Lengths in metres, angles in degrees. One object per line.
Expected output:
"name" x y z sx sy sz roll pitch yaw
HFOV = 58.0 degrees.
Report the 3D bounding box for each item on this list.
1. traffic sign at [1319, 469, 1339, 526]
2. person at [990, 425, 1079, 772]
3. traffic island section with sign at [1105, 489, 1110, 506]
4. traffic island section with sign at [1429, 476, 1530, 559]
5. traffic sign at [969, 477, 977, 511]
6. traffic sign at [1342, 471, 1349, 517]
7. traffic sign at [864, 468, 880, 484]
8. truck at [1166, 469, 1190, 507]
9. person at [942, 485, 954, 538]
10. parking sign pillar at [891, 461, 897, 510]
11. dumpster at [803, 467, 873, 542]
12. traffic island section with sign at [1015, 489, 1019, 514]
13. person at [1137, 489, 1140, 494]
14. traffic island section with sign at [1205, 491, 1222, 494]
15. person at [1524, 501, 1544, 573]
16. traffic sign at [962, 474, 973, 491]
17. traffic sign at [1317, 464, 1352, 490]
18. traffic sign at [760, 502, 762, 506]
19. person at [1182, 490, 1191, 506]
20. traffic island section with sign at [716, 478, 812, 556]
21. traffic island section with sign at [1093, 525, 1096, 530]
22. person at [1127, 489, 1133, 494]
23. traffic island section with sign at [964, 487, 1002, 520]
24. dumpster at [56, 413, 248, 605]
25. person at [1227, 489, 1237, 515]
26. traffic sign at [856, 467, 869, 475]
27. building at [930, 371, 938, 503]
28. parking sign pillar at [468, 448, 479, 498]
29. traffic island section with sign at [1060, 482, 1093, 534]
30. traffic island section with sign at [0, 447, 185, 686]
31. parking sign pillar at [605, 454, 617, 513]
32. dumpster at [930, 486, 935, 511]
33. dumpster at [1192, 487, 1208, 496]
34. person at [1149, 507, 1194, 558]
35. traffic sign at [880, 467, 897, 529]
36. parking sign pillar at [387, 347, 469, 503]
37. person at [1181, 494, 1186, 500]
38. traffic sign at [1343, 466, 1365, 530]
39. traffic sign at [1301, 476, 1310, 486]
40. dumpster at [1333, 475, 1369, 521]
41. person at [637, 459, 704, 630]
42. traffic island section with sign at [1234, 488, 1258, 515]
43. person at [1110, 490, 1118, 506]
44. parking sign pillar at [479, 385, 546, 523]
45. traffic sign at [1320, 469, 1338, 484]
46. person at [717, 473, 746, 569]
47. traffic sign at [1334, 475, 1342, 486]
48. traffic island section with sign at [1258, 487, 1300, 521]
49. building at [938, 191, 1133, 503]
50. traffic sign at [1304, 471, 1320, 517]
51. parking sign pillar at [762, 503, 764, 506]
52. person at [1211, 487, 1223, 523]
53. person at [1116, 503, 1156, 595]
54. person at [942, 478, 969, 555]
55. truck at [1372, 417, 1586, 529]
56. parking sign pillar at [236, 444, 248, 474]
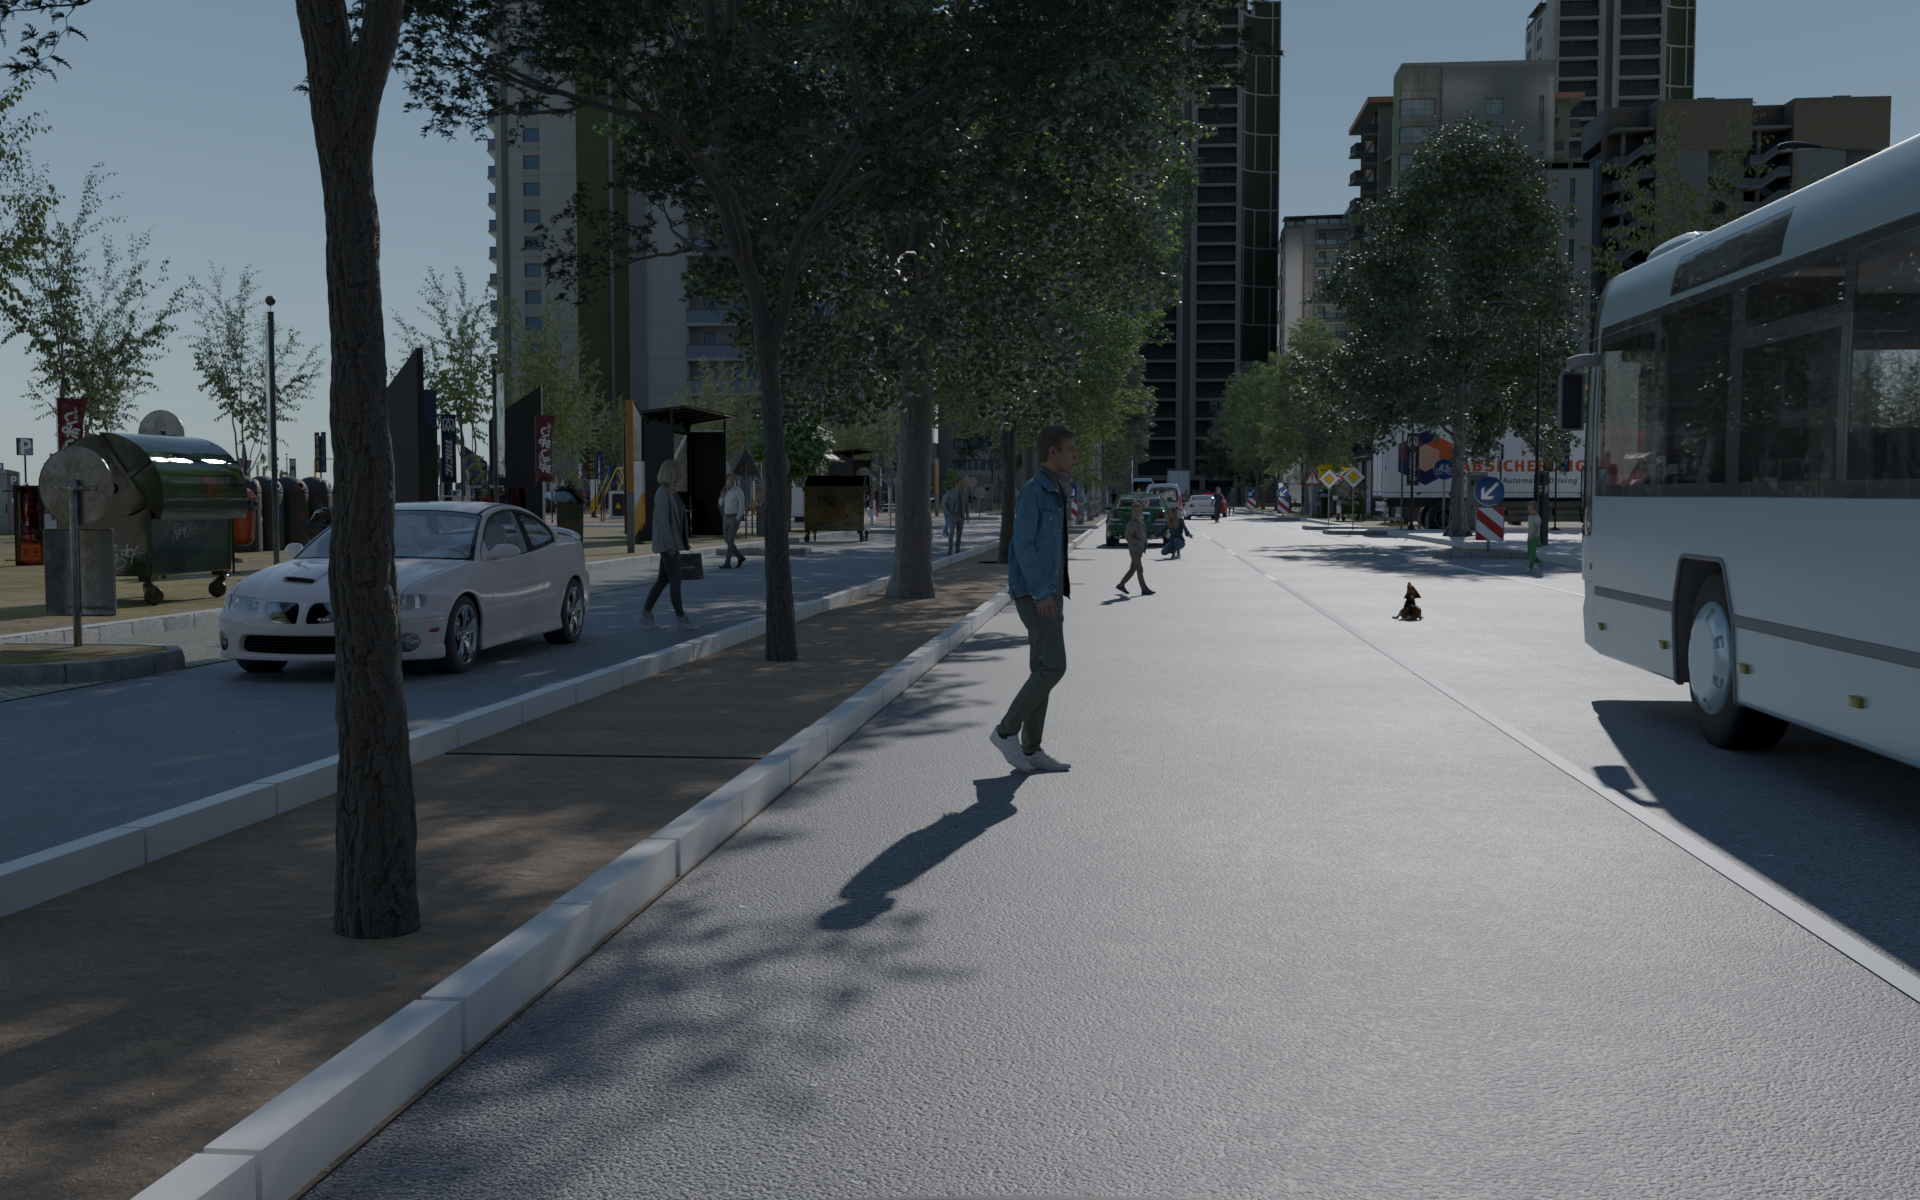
"traffic sign" 14.839 -4.039 69.675 0.795 2.450 0.064 0 4 6
"person" 0.388 -0.004 8.914 0.444 1.785 0.601 1 4 22
"traffic island section with sign" 12.255 -8.384 145.219 2.006 1.907 1.989 0 4 6
"traffic island section with sign" 11.702 -1.866 39.145 1.989 1.847 2.006 0 4 6
"traffic sign" 0.914 -7.907 129.386 0.768 2.556 0.104 0 4 7
"traffic sign" 21.642 -5.895 96.483 0.768 2.556 0.104 1 4 16
"traffic sign" -3.887 -4.544 75.487 0.795 2.450 0.064 1 4 12
"truck" 24.868 -12.747 197.328 2.839 4.237 11.283 0 4 7
"person" -0.410 -2.912 56.952 0.643 1.720 0.563 -2 4 -33
"parking sign pillar" -5.206 -9.435 142.741 1.447 3.967 1.447 1 4 10
"dumpster" -3.666 -2.872 51.912 1.985 2.255 1.502 0 4 7
"traffic island section with sign" 3.914 -6.978 122.721 1.989 1.847 2.006 0 4 6
"person" 10.436 -5.545 99.838 0.731 1.740 0.598 0 4 -6
"traffic island section with sign" 25.428 -9.958 171.443 1.989 1.847 2.006 0 4 6
"person" 10.526 -1.160 31.718 0.590 1.304 0.306 -2 4 -35
"traffic sign" 0.421 -6.844 111.906 0.884 2.594 0.081 0 4 7
"traffic sign" 25.071 -7.464 115.904 2.265 3.308 0.079 1 4 9
"traffic sign" -8.306 -4.408 72.180 0.768 2.556 0.104 1 4 12
"person" 21.227 -9.433 162.732 1.348 1.823 0.705 1 4 11
"traffic island section with sign" -4.580 -1.979 40.980 1.989 1.847 2.006 0 4 6
"traffic island section with sign" 4.506 -3.813 70.480 2.006 1.907 1.989 0 4 6
"person" 12.903 -7.452 130.439 0.767 1.812 0.694 -3 4 -38
"traffic island section with sign" 1.123 -5.338 95.911 1.989 1.847 2.006 0 4 6
"dumpster" -9.699 -1.113 20.688 1.502 2.255 1.985 0 4 6
"person" 18.190 -6.556 115.863 0.661 1.801 0.590 0 4 0
"traffic sign" -4.591 -5.033 82.396 0.768 2.556 0.104 1 4 13
"building" -16.080 -41.036 260.173 27.495 52.752 28.713 0 4 6
"parking sign pillar" -27.394 -6.692 97.891 1.447 3.967 1.447 1 4 10
"traffic island section with sign" 3.732 -3.362 63.113 2.006 1.907 1.989 0 4 6
"traffic island section with sign" -7.390 -0.317 13.803 1.989 1.847 2.006 0 4 6
"parking sign pillar" -23.229 -7.789 115.824 1.447 3.967 1.447 -1 4 -18
"dumpster" -2.224 -5.643 94.751 1.502 2.255 1.985 0 4 6
"dumpster" 29.566 -12.746 213.342 1.985 2.255 1.502 0 4 6
"person" 4.834 -1.514 38.745 1.012 1.151 0.738 3 4 36
"traffic sign" -2.539 -3.659 63.464 0.795 2.450 0.064 0 4 6
"parking sign pillar" -10.331 -2.691 32.471 1.447 3.967 1.447 3 5 40
"person" 19.052 -8.406 149.158 0.991 1.433 0.599 0 4 -5
"traffic sign" 14.015 -3.553 61.732 0.795 2.450 0.064 0 4 6
"traffic sign" 23.802 -7.266 118.904 0.768 2.556 0.104 1 4 8
"dumpster" 18.741 -4.929 83.085 1.502 2.255 1.985 0 4 6
"person" -3.074 -0.593 18.372 0.728 1.800 0.709 0 4 8
"traffic island section with sign" 20.200 -6.875 121.028 1.989 1.847 2.006 0 4 6
"person" 14.780 -9.693 166.607 1.348 1.869 0.705 -2 4 -34
"parking sign pillar" -11.012 -3.339 43.066 1.447 3.967 1.447 0 4 -4
"traffic sign" 19.169 -5.507 90.042 0.884 2.594 0.081 1 4 14
"person" -4.407 -1.511 33.310 0.679 1.850 0.850 2 4 34
"traffic sign" 25.141 -7.059 115.526 0.768 2.556 0.104 0 4 7
"traffic island section with sign" 17.412 -5.235 94.217 1.989 1.847 2.006 0 4 6
"building" 11.184 -43.479 252.881 28.212 58.520 21.231 0 4 6
"traffic sign" 19.379 -5.833 95.370 0.884 2.594 0.081 1 4 12
"parking sign pillar" -9.294 -5.972 86.121 1.447 3.967 1.447 -1 4 -9
"person" 12.807 -4.739 86.399 0.534 1.772 0.576 3 5 42
"person" 2.520 -0.730 24.703 0.640 1.303 0.475 2 4 25
"person" -0.082 -1.992 41.173 0.635 1.810 0.391 -2 4 -31
"truck" 21.250 -4.627 64.568 11.283 4.237 2.839 0 4 5
"parking sign pillar" -38.383 -6.375 92.704 1.447 3.967 1.447 -2 4 -27
